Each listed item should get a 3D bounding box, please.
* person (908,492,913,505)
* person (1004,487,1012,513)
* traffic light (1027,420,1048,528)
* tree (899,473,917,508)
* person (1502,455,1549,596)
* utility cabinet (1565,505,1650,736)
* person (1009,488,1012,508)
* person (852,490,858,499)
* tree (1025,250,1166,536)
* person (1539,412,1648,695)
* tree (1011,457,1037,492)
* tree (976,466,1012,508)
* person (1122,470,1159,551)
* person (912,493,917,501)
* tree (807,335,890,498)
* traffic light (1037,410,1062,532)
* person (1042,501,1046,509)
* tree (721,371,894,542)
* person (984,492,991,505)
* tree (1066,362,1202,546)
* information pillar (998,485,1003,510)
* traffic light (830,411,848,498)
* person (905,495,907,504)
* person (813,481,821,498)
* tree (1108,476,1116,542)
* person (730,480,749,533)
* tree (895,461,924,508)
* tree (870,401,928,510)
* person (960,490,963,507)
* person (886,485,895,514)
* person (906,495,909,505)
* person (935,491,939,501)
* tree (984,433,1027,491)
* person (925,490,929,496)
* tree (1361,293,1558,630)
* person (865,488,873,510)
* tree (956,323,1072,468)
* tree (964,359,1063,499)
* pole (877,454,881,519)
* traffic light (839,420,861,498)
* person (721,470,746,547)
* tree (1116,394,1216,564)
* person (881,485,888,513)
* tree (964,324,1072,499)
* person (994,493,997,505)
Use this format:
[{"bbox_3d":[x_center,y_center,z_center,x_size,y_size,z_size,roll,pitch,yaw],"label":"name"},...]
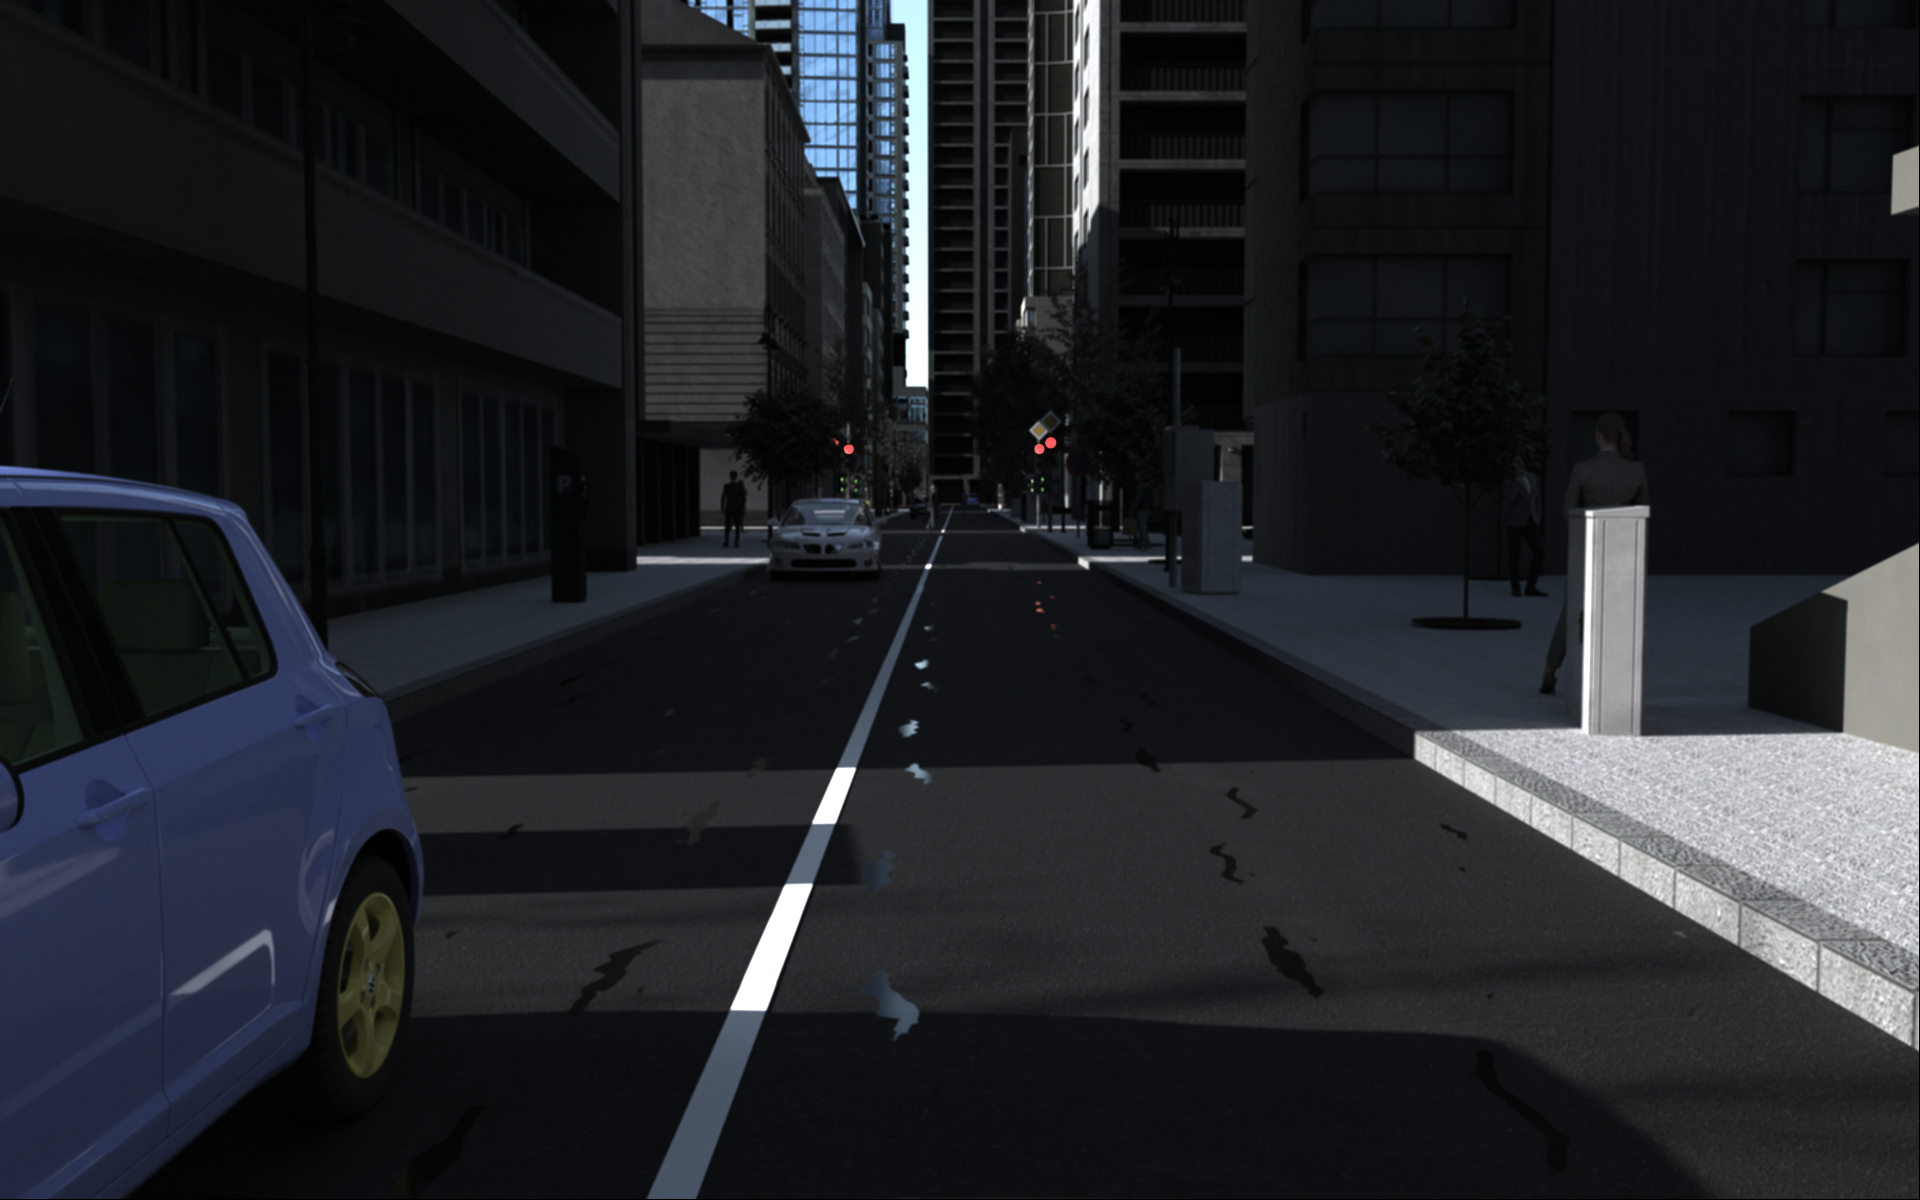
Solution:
[{"bbox_3d":[-5.599,-11.605,196.720,0.756,1.711,0.436,-2,4,-27],"label":"person"},{"bbox_3d":[3.360,-6.961,120.203,0.599,1.781,0.374,-1,4,-9],"label":"person"},{"bbox_3d":[2.981,-4.699,65.752,0.839,4.253,0.868,0,3,0],"label":"traffic light"},{"bbox_3d":[-4.733,-10.071,159.254,1.663,3.219,1.824,0,3,0],"label":"tree"},{"bbox_3d":[7.080,-0.949,21.738,0.592,1.802,0.473,0,4,-1],"label":"person"},{"bbox_3d":[3.584,0.092,9.655,0.306,1.237,1.020,1,4,12],"label":"utility cabinet"},{"bbox_3d":[4.769,-9.632,163.509,0.705,1.826,1.348,-1,4,-14],"label":"person"},{"bbox_3d":[-5.894,-5.537,96.816,0.529,1.795,0.600,2,4,31],"label":"person"},{"bbox_3d":[4.186,-6.288,53.170,4.737,8.622,4.395,0,3,0],"label":"tree"},{"bbox_3d":[4.009,-0.284,10.959,0.520,1.790,0.573,-1,4,-10],"label":"person"},{"bbox_3d":[3.702,-5.767,88.889,1.663,3.219,1.824,0,3,0],"label":"tree"},{"bbox_3d":[3.381,-12.748,192.149,4.285,4.588,4.351,0,3,0],"label":"tree"},{"bbox_3d":[4.038,-2.005,38.809,0.794,1.824,0.713,-3,5,-43],"label":"person"},{"bbox_3d":[-5.808,-12.708,214.640,1.217,1.723,0.721,-2,4,-28],"label":"person"},{"bbox_3d":[-5.072,-7.909,79.667,4.737,8.622,4.395,0,3,0],"label":"tree"},{"bbox_3d":[2.989,-4.211,57.767,0.839,4.253,0.868,0,3,0],"label":"traffic light"},{"bbox_3d":[6.012,-7.201,124.777,0.522,1.701,0.512,-1,4,-15],"label":"person"},{"bbox_3d":[-4.675,-3.849,46.643,4.285,4.588,4.351,0,3,0],"label":"tree"},{"bbox_3d":[3.412,-12.418,208.700,1.348,1.869,0.705,3,5,42],"label":"person"},{"bbox_3d":[4.354,-3.636,43.167,4.285,4.588,4.351,0,3,0],"label":"tree"},{"bbox_3d":[3.243,-8.126,137.344,0.304,2.012,0.304,3,4,38],"label":"information pillar"},{"bbox_3d":[-4.172,-4.209,57.744,0.839,4.253,0.868,0,3,0],"label":"traffic light"},{"bbox_3d":[-6.513,-12.896,217.824,0.756,1.711,0.436,0,4,0],"label":"person"},{"bbox_3d":[-5.990,-4.147,73.720,0.818,1.842,0.514,-2,4,-32],"label":"person"},{"bbox_3d":[4.531,-3.207,47.035,1.663,3.219,1.824,0,3,0],"label":"tree"},{"bbox_3d":[-7.303,-3.083,57.037,0.643,1.750,0.593,1,4,10],"label":"person"},{"bbox_3d":[-5.066,-11.036,164.148,4.285,4.588,4.351,0,3,0],"label":"tree"},{"bbox_3d":[-5.241,-11.494,138.287,4.360,8.622,3.978,0,3,0],"label":"tree"},{"bbox_3d":[0.146,-11.101,189.631,0.705,1.869,1.348,0,4,-8],"label":"person"},{"bbox_3d":[-4.603,-6.575,113.325,0.755,1.850,0.659,-1,4,-13],"label":"person"},{"bbox_3d":[-6.172,-12.413,208.981,0.705,1.826,1.348,1,4,19],"label":"person"},{"bbox_3d":[-2.164,-9.104,157.909,0.434,1.755,0.990,1,4,13],"label":"person"},{"bbox_3d":[3.526,-12.000,146.570,4.360,8.622,3.978,0,3,0],"label":"tree"},{"bbox_3d":[-2.981,-8.722,151.637,0.617,1.759,0.750,-2,4,-33],"label":"person"},{"bbox_3d":[4.956,-1.361,16.859,1.663,3.219,1.824,0,3,0],"label":"tree"},{"bbox_3d":[-7.326,-8.133,139.236,0.699,1.804,1.509,1,4,19],"label":"person"},{"bbox_3d":[3.478,-9.814,94.878,7.601,10.594,8.767,1,4,16],"label":"tree"},{"bbox_3d":[4.076,-12.399,128.472,9.928,11.665,9.643,0,3,0],"label":"tree"},{"bbox_3d":[-4.071,-5.718,87.335,0.158,3.312,0.155,0,3,0],"label":"pole"},{"bbox_3d":[-4.180,-4.698,65.729,0.839,4.253,0.868,0,3,0],"label":"traffic light"},{"bbox_3d":[-5.497,-2.194,41.698,0.659,1.850,0.755,-1,4,-21],"label":"person"},{"bbox_3d":[3.876,-2.293,32.096,1.663,3.219,1.824,0,3,0],"label":"tree"},{"bbox_3d":[-4.941,-6.423,110.860,0.655,1.846,0.447,0,3,0],"label":"person"},{"bbox_3d":[4.072,-12.074,115.545,7.486,12.596,7.792,0,3,0],"label":"tree"},{"bbox_3d":[4.167,-11.642,196.256,0.709,1.838,0.599,-2,4,-32],"label":"person"}]
